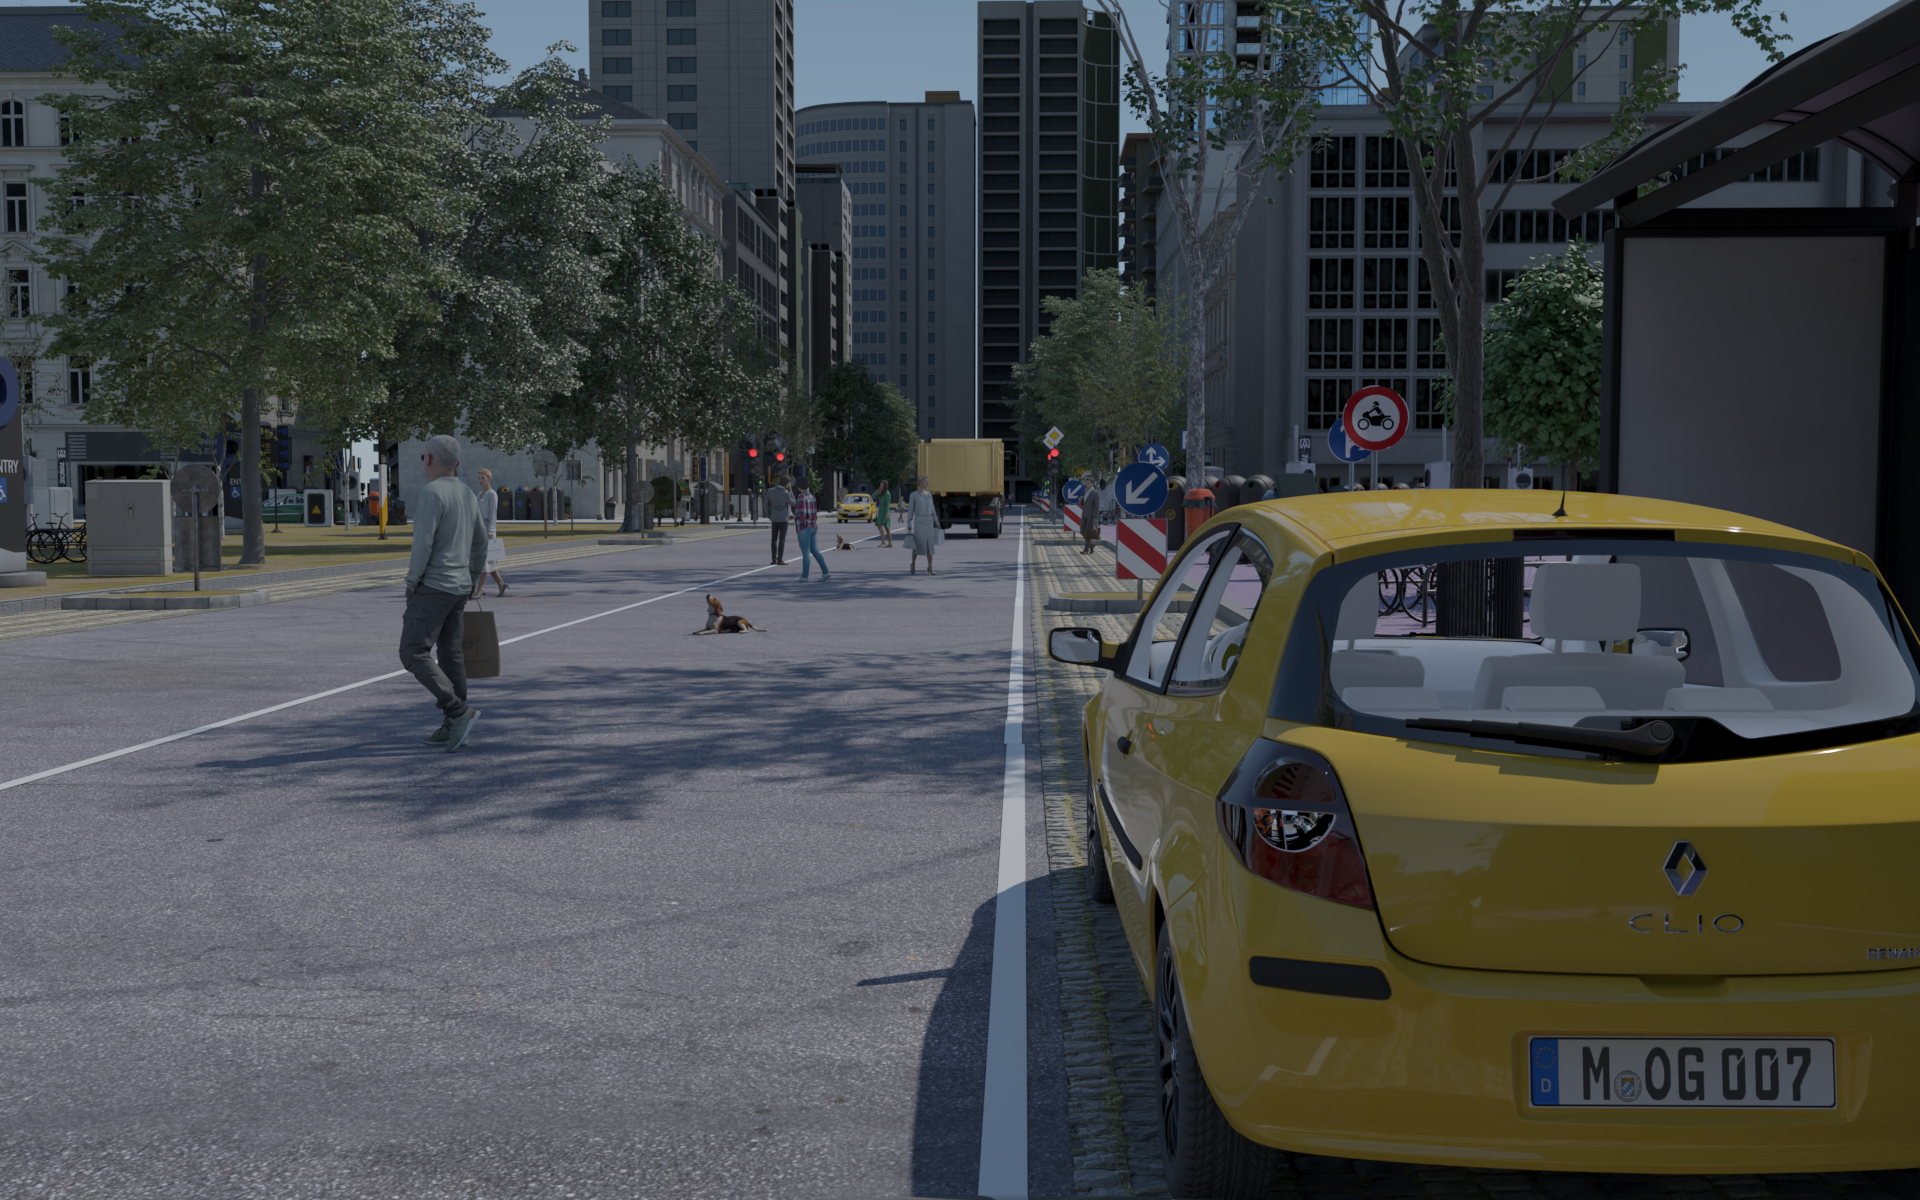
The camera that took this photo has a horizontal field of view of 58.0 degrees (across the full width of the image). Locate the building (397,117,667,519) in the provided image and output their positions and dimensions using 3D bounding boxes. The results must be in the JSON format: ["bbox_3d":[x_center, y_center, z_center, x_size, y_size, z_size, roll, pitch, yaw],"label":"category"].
[{"bbox_3d":[-23.292,-14.793,96.615,10.420,20.320,16.860,0,4,2],"label":"building"}]

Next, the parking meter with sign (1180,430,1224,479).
[{"bbox_3d":[6.877,-3.136,47.537,1.738,3.016,0.543,-2,4,-34],"label":"parking meter with sign"}]

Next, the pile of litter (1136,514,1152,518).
[{"bbox_3d":[9.341,-4.737,91.408,1.719,0.858,1.176,0,4,4],"label":"pile of litter"}]

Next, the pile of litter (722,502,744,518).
[{"bbox_3d":[-12.250,-4.904,94.149,1.176,0.858,1.719,3,4,37],"label":"pile of litter"}]

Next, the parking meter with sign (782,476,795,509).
[{"bbox_3d":[-14.592,-9.336,148.902,1.738,3.016,0.543,-2,4,-30],"label":"parking meter with sign"}]

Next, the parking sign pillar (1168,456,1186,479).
[{"bbox_3d":[13.424,-7.199,106.174,1.447,3.967,1.447,-2,4,-26],"label":"parking sign pillar"}]

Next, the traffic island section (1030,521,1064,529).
[{"bbox_3d":[4.211,-3.506,79.602,2.009,0.180,2.903,0,4,2],"label":"traffic island section"}]

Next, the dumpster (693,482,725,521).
[{"bbox_3d":[-11.960,-4.686,82.373,1.264,1.857,1.865,0,4,2],"label":"dumpster"}]

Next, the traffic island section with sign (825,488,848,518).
[{"bbox_3d":[-7.050,-5.872,104.634,1.989,1.847,2.006,0,4,2],"label":"traffic island section with sign"}]

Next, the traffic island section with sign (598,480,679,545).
[{"bbox_3d":[-9.065,-2.479,49.153,1.989,1.847,2.006,0,4,2],"label":"traffic island section with sign"}]

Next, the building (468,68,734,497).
[{"bbox_3d":[-23.973,-20.148,116.813,14.401,28.519,23.554,0,4,2],"label":"building"}]

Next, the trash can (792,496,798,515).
[{"bbox_3d":[-9.936,-5.746,105.597,0.748,1.137,0.748,0,3,0],"label":"trash can"}]

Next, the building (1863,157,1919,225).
[{"bbox_3d":[55.573,-16.649,90.226,19.932,24.808,12.078,0,4,2],"label":"building"}]

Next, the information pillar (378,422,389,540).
[{"bbox_3d":[-16.246,-3.509,48.721,0.183,3.616,0.504,0,4,-1],"label":"information pillar"}]

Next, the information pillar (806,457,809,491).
[{"bbox_3d":[-9.717,-7.268,110.193,0.183,3.616,0.504,0,4,5],"label":"information pillar"}]

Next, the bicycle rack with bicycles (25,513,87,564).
[{"bbox_3d":[-16.799,-1.185,32.761,2.925,0.926,2.852,-1,4,-10],"label":"bicycle rack with bicycles"}]

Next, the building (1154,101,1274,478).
[{"bbox_3d":[22.230,-22.115,139.065,11.434,29.767,29.804,0,4,2],"label":"building"}]

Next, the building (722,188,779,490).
[{"bbox_3d":[-23.286,-21.227,140.566,14.314,27.812,24.014,0,4,2],"label":"building"}]

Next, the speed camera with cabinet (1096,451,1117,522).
[{"bbox_3d":[6.402,-5.201,79.376,0.660,3.252,2.038,-2,4,-27],"label":"speed camera with cabinet"}]

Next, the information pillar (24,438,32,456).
[{"bbox_3d":[-38.856,-4.945,72.201,0.504,3.616,0.183,1,4,19],"label":"information pillar"}]

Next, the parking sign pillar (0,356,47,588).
[{"bbox_3d":[-13.513,-2.171,23.961,1.447,3.967,1.447,0,4,-1],"label":"parking sign pillar"}]

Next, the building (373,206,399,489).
[{"bbox_3d":[-64.567,-34.724,217.843,14.200,45.320,14.600,0,4,2],"label":"building"}]

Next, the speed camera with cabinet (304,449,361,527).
[{"bbox_3d":[-24.435,-4.469,67.409,2.038,3.252,0.660,-1,4,-11],"label":"speed camera with cabinet"}]

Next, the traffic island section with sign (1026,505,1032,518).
[{"bbox_3d":[5.100,-5.844,104.185,1.989,1.847,2.006,0,4,2],"label":"traffic island section with sign"}]

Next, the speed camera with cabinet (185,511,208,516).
[{"bbox_3d":[-36.970,-5.552,85.118,2.038,3.252,0.660,-1,4,-15],"label":"speed camera with cabinet"}]

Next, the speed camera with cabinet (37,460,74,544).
[{"bbox_3d":[-22.984,-3.000,43.380,2.038,3.252,0.660,3,4,38],"label":"speed camera with cabinet"}]

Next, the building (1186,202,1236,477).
[{"bbox_3d":[21.535,-16.985,113.861,11.583,22.565,21.152,0,4,2],"label":"building"}]

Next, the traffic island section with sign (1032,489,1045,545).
[{"bbox_3d":[3.092,-2.452,48.713,1.989,1.847,2.006,0,4,2],"label":"traffic island section with sign"}]

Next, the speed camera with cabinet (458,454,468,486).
[{"bbox_3d":[-24.989,-5.637,86.507,0.660,3.252,2.038,-1,4,-21],"label":"speed camera with cabinet"}]

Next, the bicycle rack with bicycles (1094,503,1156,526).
[{"bbox_3d":[6.581,-3.482,70.310,2.925,0.926,2.852,0,4,-2],"label":"bicycle rack with bicycles"}]

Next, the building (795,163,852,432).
[{"bbox_3d":[-20.781,-32.573,216.170,14.086,41.232,14.154,0,4,2],"label":"building"}]

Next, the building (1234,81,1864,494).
[{"bbox_3d":[30.673,-16.772,93.291,30.058,24.678,14.314,0,4,2],"label":"building"}]

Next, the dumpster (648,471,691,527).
[{"bbox_3d":[-11.567,-4.038,68.515,1.502,2.255,1.985,0,4,2],"label":"dumpster"}]

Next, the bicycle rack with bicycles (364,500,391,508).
[{"bbox_3d":[-47.006,-7.653,138.515,2.852,0.926,2.925,3,5,42],"label":"bicycle rack with bicycles"}]

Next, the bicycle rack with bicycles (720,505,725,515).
[{"bbox_3d":[-15.532,-5.621,105.288,2.925,0.926,2.852,-2,4,-33],"label":"bicycle rack with bicycles"}]

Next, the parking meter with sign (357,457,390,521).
[{"bbox_3d":[-27.698,-5.269,82.403,1.738,3.016,0.543,-1,4,-9],"label":"parking meter with sign"}]

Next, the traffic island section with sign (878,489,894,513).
[{"bbox_3d":[-6.043,-7.554,132.128,1.989,1.847,2.006,0,4,2],"label":"traffic island section with sign"}]

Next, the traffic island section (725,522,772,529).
[{"bbox_3d":[-8.561,-3.046,72.079,2.009,0.180,2.903,0,4,2],"label":"traffic island section"}]

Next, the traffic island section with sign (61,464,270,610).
[{"bbox_3d":[-10.046,-0.831,22.216,1.989,1.847,2.006,0,4,2],"label":"traffic island section with sign"}]

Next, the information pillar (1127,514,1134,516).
[{"bbox_3d":[7.121,-4.122,71.881,0.304,2.012,0.304,-1,4,-11],"label":"information pillar"}]

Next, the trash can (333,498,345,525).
[{"bbox_3d":[-25.467,-3.644,71.230,0.748,1.137,0.748,0,3,0],"label":"trash can"}]

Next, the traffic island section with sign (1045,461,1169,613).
[{"bbox_3d":[2.109,-0.799,21.693,1.989,1.847,2.006,0,4,2],"label":"traffic island section with sign"}]

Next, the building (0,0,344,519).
[{"bbox_3d":[-58.733,-19.568,96.349,44.131,29.872,17.030,0,4,2],"label":"building"}]

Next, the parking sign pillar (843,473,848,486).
[{"bbox_3d":[-9.709,-9.846,149.460,1.447,3.967,1.447,1,4,11],"label":"parking sign pillar"}]

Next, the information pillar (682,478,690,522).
[{"bbox_3d":[-12.804,-4.675,80.927,0.304,2.012,0.304,-2,4,-24],"label":"information pillar"}]

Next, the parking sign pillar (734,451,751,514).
[{"bbox_3d":[-13.913,-7.439,110.106,1.447,3.967,1.447,-2,4,-30],"label":"parking sign pillar"}]

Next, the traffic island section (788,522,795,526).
[{"bbox_3d":[-8.272,-3.534,80.058,2.009,0.180,2.903,0,4,2],"label":"traffic island section"}]

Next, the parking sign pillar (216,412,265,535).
[{"bbox_3d":[-22.660,-4.034,54.427,1.447,3.967,1.447,1,4,12],"label":"parking sign pillar"}]

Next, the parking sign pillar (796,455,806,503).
[{"bbox_3d":[-10.657,-7.896,117.564,1.447,3.967,1.447,1,4,20],"label":"parking sign pillar"}]
